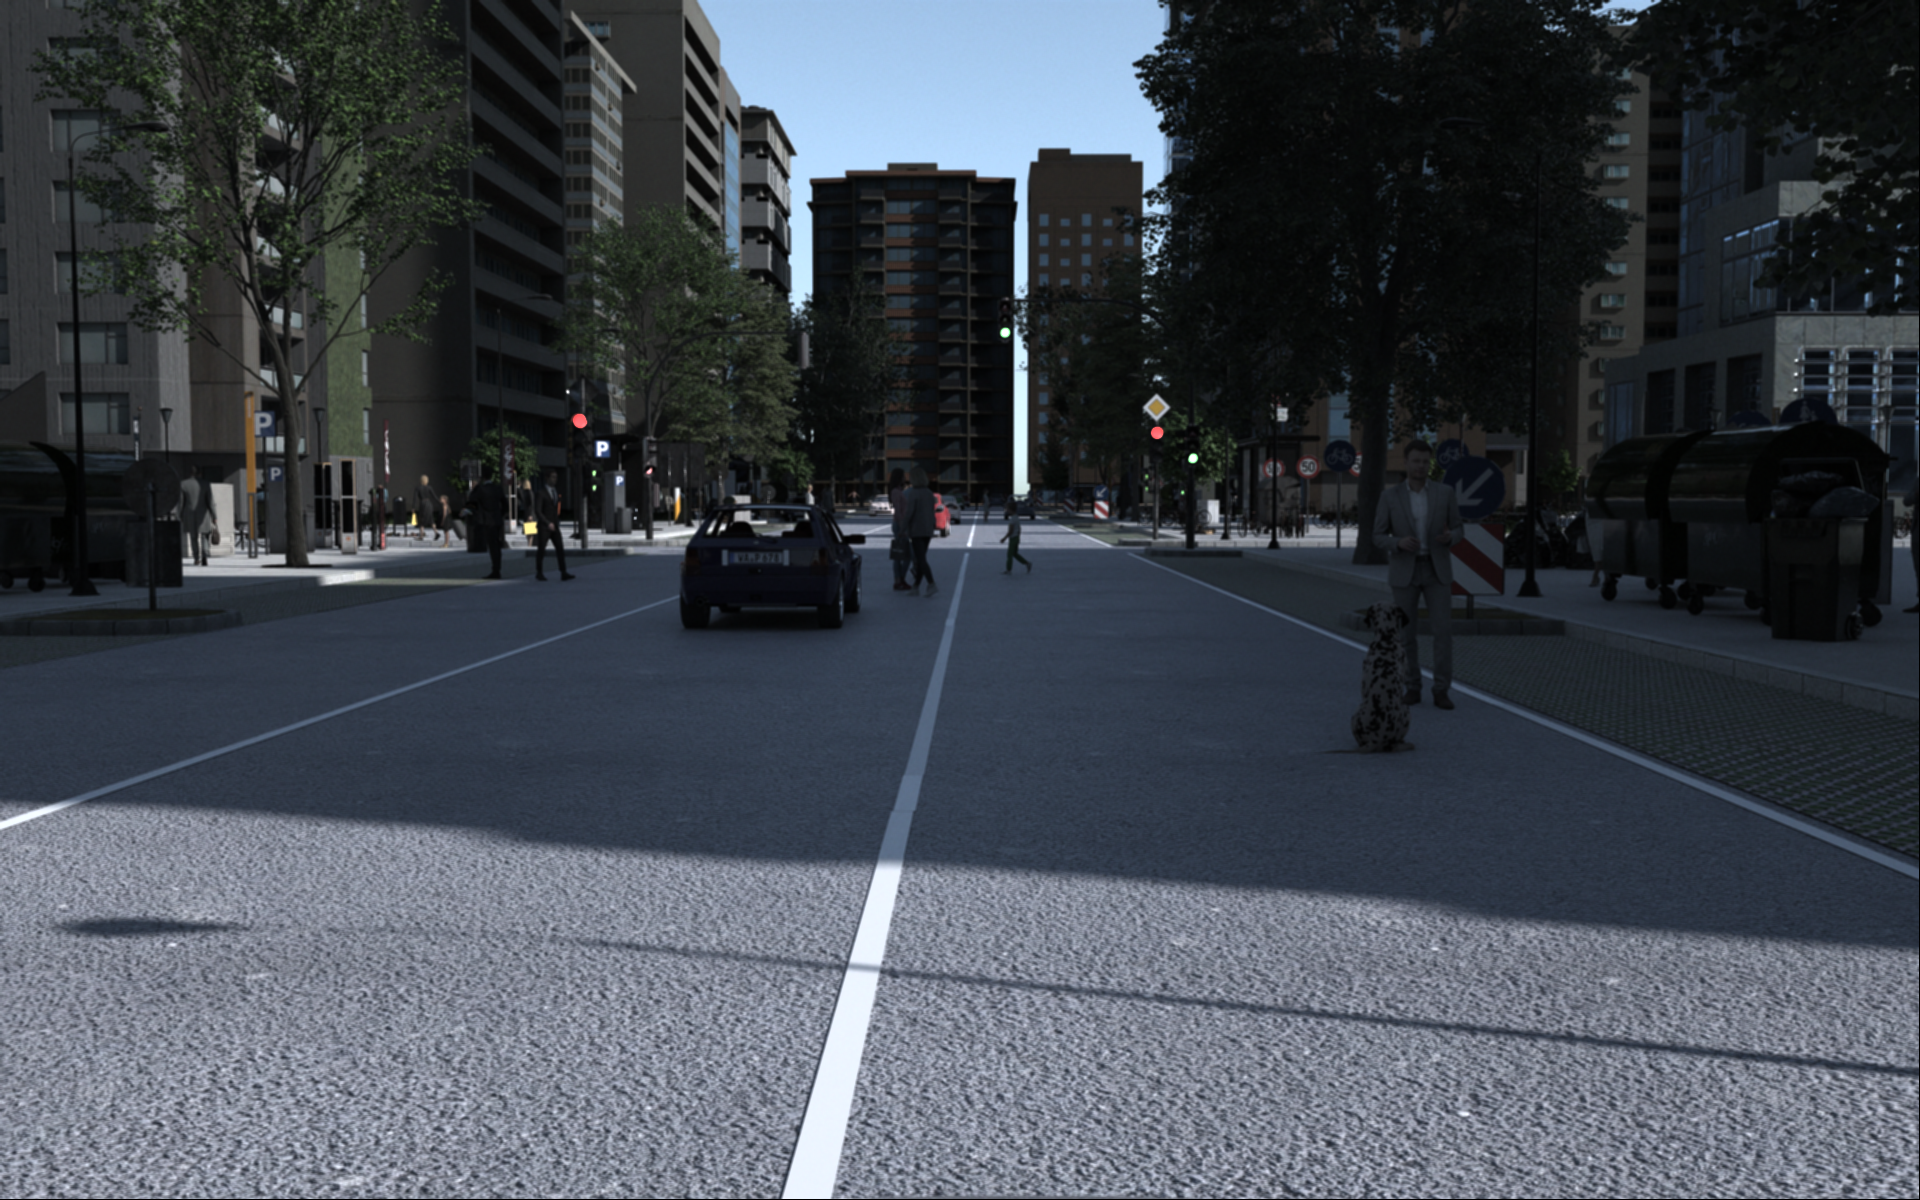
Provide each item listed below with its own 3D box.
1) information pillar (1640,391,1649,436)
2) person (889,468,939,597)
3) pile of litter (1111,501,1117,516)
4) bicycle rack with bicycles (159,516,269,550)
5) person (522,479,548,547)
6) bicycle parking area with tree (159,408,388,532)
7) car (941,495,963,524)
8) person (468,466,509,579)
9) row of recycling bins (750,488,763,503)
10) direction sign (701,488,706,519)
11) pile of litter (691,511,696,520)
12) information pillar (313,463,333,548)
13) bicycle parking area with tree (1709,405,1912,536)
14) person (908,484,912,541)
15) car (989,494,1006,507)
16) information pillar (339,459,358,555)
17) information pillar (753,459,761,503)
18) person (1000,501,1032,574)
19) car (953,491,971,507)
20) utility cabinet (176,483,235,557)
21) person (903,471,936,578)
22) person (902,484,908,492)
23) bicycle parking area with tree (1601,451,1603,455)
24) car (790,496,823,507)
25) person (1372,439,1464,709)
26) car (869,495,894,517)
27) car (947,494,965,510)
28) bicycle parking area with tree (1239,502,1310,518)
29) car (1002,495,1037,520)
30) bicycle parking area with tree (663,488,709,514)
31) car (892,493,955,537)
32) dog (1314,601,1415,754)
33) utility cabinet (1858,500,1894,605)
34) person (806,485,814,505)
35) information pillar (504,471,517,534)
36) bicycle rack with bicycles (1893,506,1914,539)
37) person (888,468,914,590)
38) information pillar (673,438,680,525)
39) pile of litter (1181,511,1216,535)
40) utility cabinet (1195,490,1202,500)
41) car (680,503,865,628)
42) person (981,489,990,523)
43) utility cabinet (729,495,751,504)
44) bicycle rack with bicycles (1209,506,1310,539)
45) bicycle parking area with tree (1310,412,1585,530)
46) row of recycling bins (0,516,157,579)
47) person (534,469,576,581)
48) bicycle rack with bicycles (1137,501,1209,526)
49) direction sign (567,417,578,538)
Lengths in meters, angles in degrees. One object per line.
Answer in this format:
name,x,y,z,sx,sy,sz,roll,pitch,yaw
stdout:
information pillar,15.638,-2.953,39.636,0.183,3.616,0.504,1,4,12
person,-0.600,-0.952,24.243,0.728,1.800,0.709,3,5,43
pile of litter,8.768,-5.456,103.170,1.176,0.858,1.719,0,4,-7
bicycle rack with bicycles,-17.629,-1.649,40.341,2.925,0.926,2.852,-1,4,-11
person,-10.878,-2.170,44.205,0.699,1.804,1.509,1,4,9
bicycle parking area with tree,-24.023,-4.332,57.828,8.231,4.147,9.016,1,4,16
car,-0.902,-4.354,83.556,2.083,1.381,4.827,0,4,0
person,-7.907,-1.295,29.029,0.474,1.900,0.648,1,4,18
row of recycling bins,-13.606,-6.707,116.768,1.069,1.692,3.534,-2,4,-34
direction sign,-13.251,-5.938,89.075,0.379,3.537,0.876,-2,4,-26
pile of litter,-13.895,-4.437,86.505,1.719,0.858,1.176,-2,4,-33
information pillar,-15.088,-2.234,41.019,0.304,2.012,0.304,1,4,17
bicycle parking area with tree,27.983,-4.324,57.695,9.016,4.147,8.231,-3,5,-44
person,-1.475,-2.611,51.776,0.593,1.750,0.643,2,4,35
car,4.027,-10.884,189.961,2.014,1.417,4.499,0,4,1
information pillar,-12.977,-1.974,36.761,0.304,2.012,0.304,-1,4,-12
information pillar,-11.762,-6.671,100.419,0.504,3.616,0.183,-1,4,-17
person,1.004,-1.119,31.041,0.590,1.304,0.306,0,4,-6
car,0.058,-11.109,190.306,2.281,1.827,5.304,0,4,-1
utility cabinet,-15.303,-1.620,35.161,0.318,1.500,1.173,2,4,25
person,-0.775,-1.303,29.659,0.638,1.841,0.748,2,4,24
person,-2.172,-3.616,67.647,0.581,1.822,0.654,2,4,30
bicycle parking area with tree,41.120,-7.044,102.168,8.231,4.147,9.016,-2,4,-30
car,-8.079,-4.735,89.995,1.945,1.354,3.894,0,4,2
person,3.098,-0.181,11.667,0.606,1.804,0.583,0,4,7
car,-4.780,-6.027,110.897,2.083,1.381,4.827,0,4,1
car,-0.501,-9.118,157.872,1.959,1.807,4.718,0,4,-1
bicycle parking area with tree,19.437,-6.530,93.769,8.231,4.147,9.016,0,4,4
car,3.362,-5.247,97.784,2.014,1.417,4.499,0,4,2
bicycle parking area with tree,-20.446,-7.703,112.942,8.231,4.147,9.016,1,4,13
car,-1.276,-3.052,58.939,2.155,1.783,4.494,0,4,1
dog,2.279,0.433,9.750,0.800,0.831,0.513,-2,4,-31
utility cabinet,10.407,-0.565,20.403,1.020,1.237,0.306,2,4,28
person,-5.685,-3.435,65.008,0.624,1.780,0.694,0,4,-6
information pillar,-14.415,-3.115,55.426,0.304,2.012,0.304,2,4,25
bicycle rack with bicycles,27.766,-2.300,50.988,2.925,0.926,2.852,-1,4,-17
person,-0.875,-1.054,25.742,0.388,1.821,0.555,-1,4,-13
information pillar,-11.938,-4.993,72.995,0.183,3.616,0.504,1,4,13
pile of litter,7.670,-2.556,55.758,1.176,0.858,1.719,1,4,14
utility cabinet,12.373,-4.987,90.216,0.318,1.500,1.173,0,4,2
car,-2.090,-0.444,19.844,1.945,1.354,3.894,0,4,1
person,1.284,-4.661,85.707,0.522,1.701,0.512,-1,4,-15
utility cabinet,-10.290,-4.272,81.012,1.020,1.237,0.306,-3,5,-40
bicycle rack with bicycles,9.261,-2.320,51.316,2.852,0.926,2.925,2,4,26
bicycle parking area with tree,17.348,-4.614,62.445,9.016,4.147,8.231,1,4,11
row of recycling bins,-14.028,-1.191,26.591,3.534,1.692,1.069,0,4,5
person,-6.723,-1.244,28.621,0.755,1.850,0.659,2,4,32
bicycle rack with bicycles,8.479,-3.528,71.072,2.925,0.926,2.852,3,4,39
direction sign,-11.245,-3.580,50.523,0.379,3.537,0.876,-3,4,-38
